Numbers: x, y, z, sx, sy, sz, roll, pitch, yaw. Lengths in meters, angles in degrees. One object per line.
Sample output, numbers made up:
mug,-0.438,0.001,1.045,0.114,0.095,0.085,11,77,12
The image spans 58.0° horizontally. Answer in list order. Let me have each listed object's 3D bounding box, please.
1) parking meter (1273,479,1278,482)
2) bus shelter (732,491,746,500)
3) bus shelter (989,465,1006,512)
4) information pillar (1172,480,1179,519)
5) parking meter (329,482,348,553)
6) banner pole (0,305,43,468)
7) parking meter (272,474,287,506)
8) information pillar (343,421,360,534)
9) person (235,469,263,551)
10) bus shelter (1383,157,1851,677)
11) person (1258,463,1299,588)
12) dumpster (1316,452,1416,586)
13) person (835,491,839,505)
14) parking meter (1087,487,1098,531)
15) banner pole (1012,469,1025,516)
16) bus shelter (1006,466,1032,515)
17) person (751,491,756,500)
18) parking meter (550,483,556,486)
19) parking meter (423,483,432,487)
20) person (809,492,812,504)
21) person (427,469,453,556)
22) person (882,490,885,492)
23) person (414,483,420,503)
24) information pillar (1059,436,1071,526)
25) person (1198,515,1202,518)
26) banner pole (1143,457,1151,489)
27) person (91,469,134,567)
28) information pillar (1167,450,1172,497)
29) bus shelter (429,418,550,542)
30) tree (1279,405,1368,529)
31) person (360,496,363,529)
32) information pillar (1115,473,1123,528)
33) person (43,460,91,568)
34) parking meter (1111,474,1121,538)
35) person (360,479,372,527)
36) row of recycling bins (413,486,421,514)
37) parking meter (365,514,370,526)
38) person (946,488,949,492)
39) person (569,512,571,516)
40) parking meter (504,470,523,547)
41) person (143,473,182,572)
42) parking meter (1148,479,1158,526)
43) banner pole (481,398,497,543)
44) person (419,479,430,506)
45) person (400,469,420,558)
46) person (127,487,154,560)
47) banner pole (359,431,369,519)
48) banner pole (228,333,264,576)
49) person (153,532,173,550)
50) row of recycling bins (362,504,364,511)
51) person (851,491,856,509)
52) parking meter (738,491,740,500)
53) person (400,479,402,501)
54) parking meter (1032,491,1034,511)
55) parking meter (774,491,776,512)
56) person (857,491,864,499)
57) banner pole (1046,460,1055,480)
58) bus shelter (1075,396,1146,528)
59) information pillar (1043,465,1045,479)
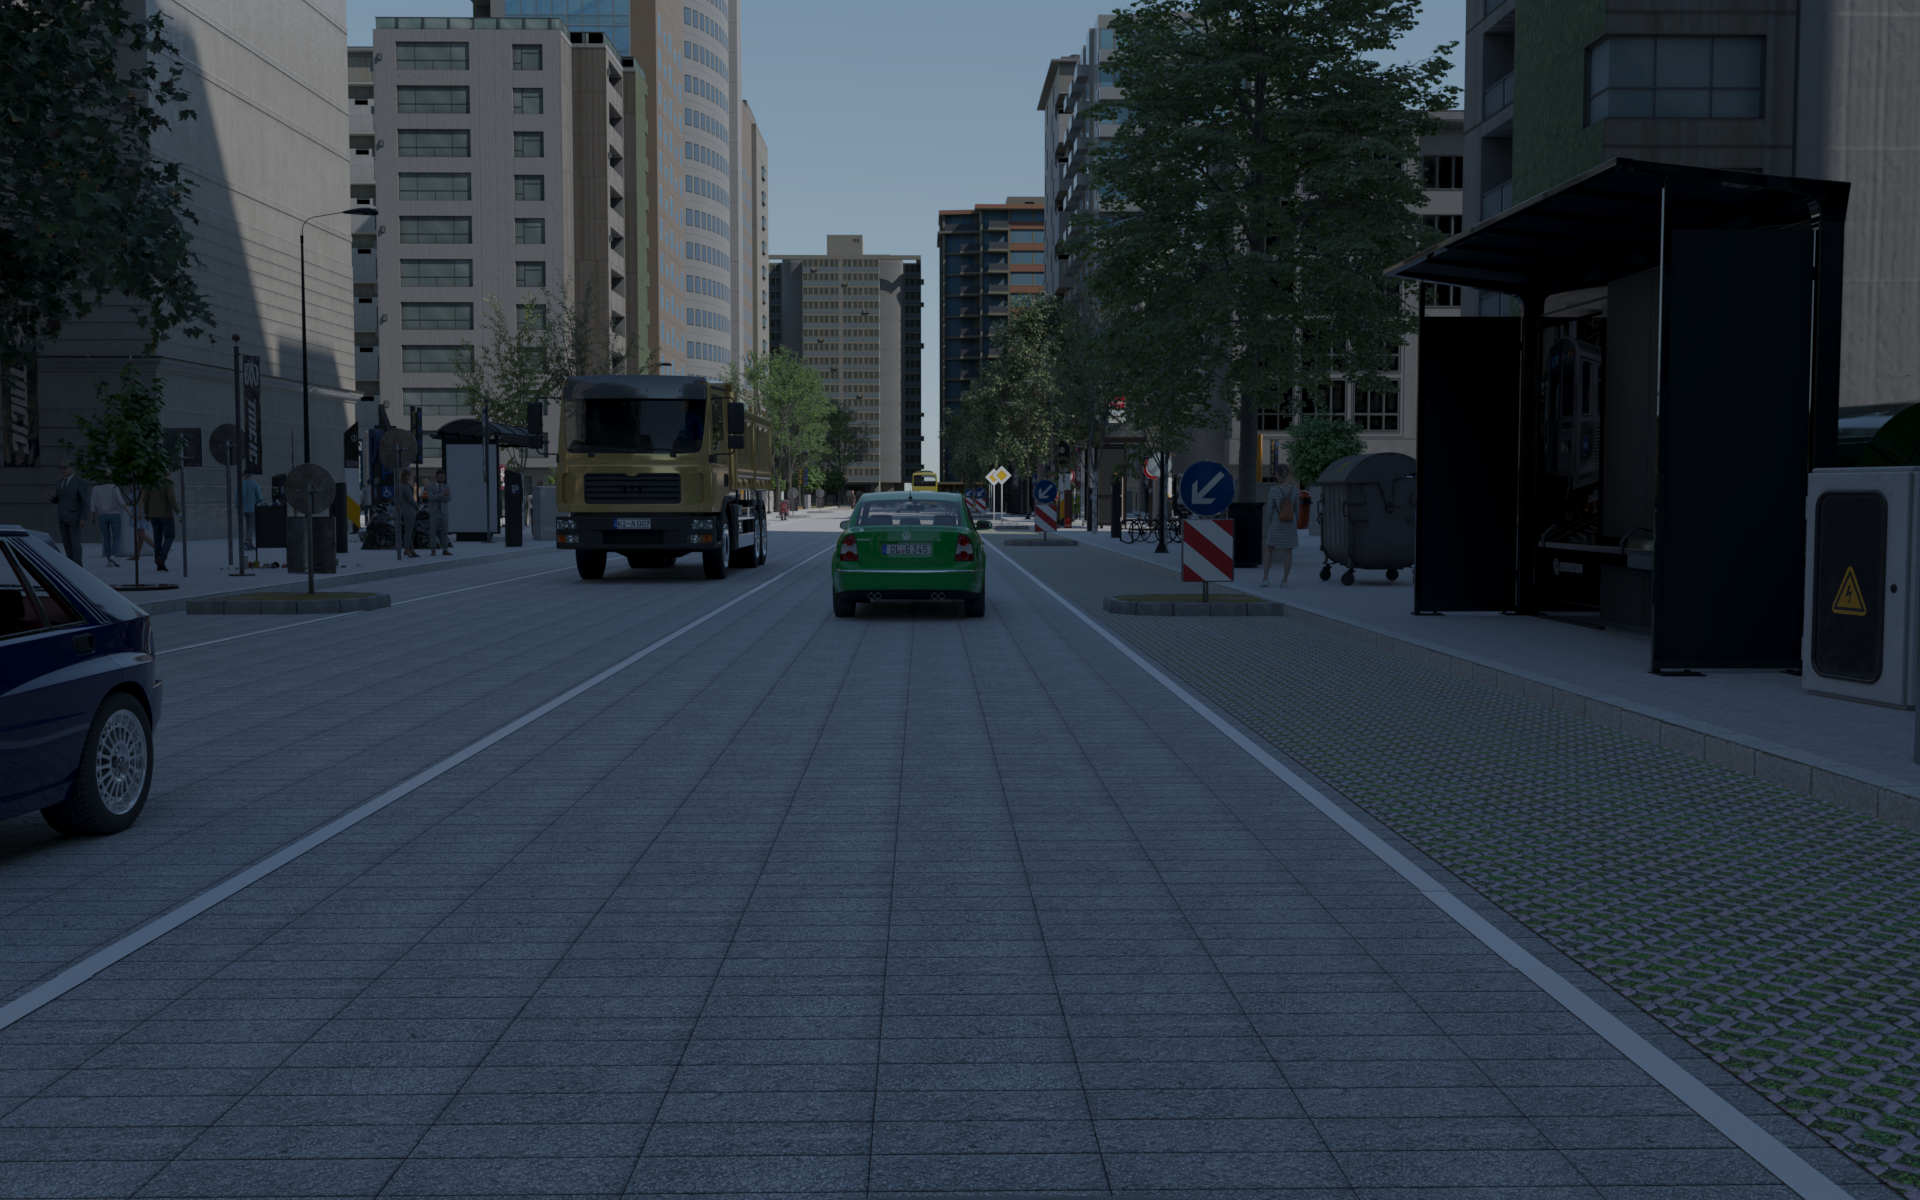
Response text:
parking meter,11.283,-3.418,61.592,0.399,1.863,0.255,1,4,11
bus shelter,-12.947,-6.579,98.853,1.731,3.624,6.357,0,4,-1
bus shelter,3.065,-9.177,127.675,2.179,5.291,8.768,0,4,-1
information pillar,11.122,-5.201,89.531,0.304,2.012,0.304,3,5,45
parking meter,-13.536,-1.791,37.702,0.372,1.533,0.369,0,3,0
banner pole,-11.137,-1.851,20.277,0.863,3.779,0.401,1,4,9
parking meter,-19.497,-2.686,49.633,0.255,1.863,0.399,1,4,16
information pillar,-19.390,-3.909,55.262,0.183,3.616,0.504,3,5,43
person,-16.126,-2.035,39.178,0.638,1.841,0.748,1,4,14
bus shelter,5.368,-1.465,15.236,1.731,3.624,6.357,0,4,-1
person,4.416,-1.022,23.751,0.512,1.701,0.522,-1,4,-12
dumpster,5.909,-1.165,24.803,1.264,1.857,1.865,0,4,-1
person,-14.486,-12.117,204.602,0.683,1.767,0.568,3,5,43
parking meter,4.557,-3.134,59.654,0.372,1.533,0.369,0,3,0
banner pole,3.442,-6.856,102.117,0.863,3.779,0.401,-1,4,-13
bus shelter,3.515,-7.117,107.651,1.731,3.624,6.357,0,4,-1
person,-17.191,-8.358,142.801,0.694,1.812,0.767,-1,4,-8
parking meter,-21.052,-5.142,89.790,0.399,1.863,0.255,-1,4,-23
parking meter,-24.063,-4.438,78.277,0.255,1.863,0.399,1,4,11
person,-20.218,-13.756,234.334,0.530,1.710,0.541,-1,4,-19
person,-10.843,-1.829,36.133,0.466,1.800,0.511,3,5,43
person,-7.879,-10.420,178.966,0.705,1.812,1.348,0,4,5
person,-26.857,-4.867,85.531,0.656,1.842,0.836,-1,4,-20
information pillar,4.218,-4.817,70.119,0.504,3.616,0.183,1,4,22
person,9.594,-3.816,68.457,0.620,1.820,0.660,-1,4,-11
banner pole,11.370,-6.958,103.787,0.863,3.779,0.401,1,4,18
person,-14.923,-1.455,30.508,0.731,1.740,0.598,-1,4,-21
information pillar,10.562,-5.870,87.323,0.183,3.616,0.504,2,4,26
bus shelter,-13.237,-3.378,49.159,2.014,3.302,5.546,0,4,-1
tree,13.371,-4.904,63.888,4.285,4.588,4.351,0,3,0
person,-21.869,-3.457,62.905,0.374,1.781,0.599,-2,4,-26
information pillar,5.634,-3.486,61.485,0.304,2.012,0.304,0,4,4
person,-13.728,-1.248,26.629,0.661,1.801,0.590,1,4,17
parking meter,4.566,-2.756,50.774,0.255,1.863,0.399,0,4,-2
person,-22.109,-3.609,64.898,0.661,1.843,0.795,-2,4,-28
row of recycling bins,-28.600,-5.083,90.225,1.069,1.692,3.534,1,4,18
parking meter,-24.103,-3.807,70.647,0.372,1.533,0.369,0,3,0
person,-0.800,-6.375,112.757,0.581,1.822,0.654,0,4,-8
person,-15.476,-3.596,69.102,0.475,1.303,0.640,3,4,36
parking meter,-10.845,-2.226,42.103,0.399,1.863,0.255,-3,4,-38
person,-13.256,-1.398,28.813,0.656,1.842,0.836,-1,4,-16
parking meter,7.452,-3.739,66.850,0.255,1.863,0.399,-1,4,-22
banner pole,-12.301,-3.359,44.936,0.401,3.779,0.863,0,4,-4
person,-19.250,-3.458,62.465,0.514,1.842,0.818,-2,4,-29
person,-11.054,-1.751,34.953,0.520,1.790,0.573,3,5,39
person,-15.683,-1.664,33.342,0.778,1.811,0.616,0,4,7
banner pole,-23.756,-4.817,68.774,0.863,3.779,0.401,0,4,8
banner pole,-11.228,-2.280,27.299,0.401,3.779,0.863,1,4,10
person,-18.192,-1.922,39.278,0.589,1.601,0.330,-2,4,-29
row of recycling bins,-46.388,-7.534,130.293,3.534,1.692,1.069,-1,4,-23
person,-10.265,-9.628,166.462,0.434,1.755,0.990,-2,4,-26
parking meter,-12.084,-5.445,94.735,0.255,1.863,0.399,1,4,11
person,-19.163,-3.264,59.499,0.616,1.811,0.778,2,4,28
parking meter,5.390,-7.363,128.802,0.372,1.533,0.369,0,3,0
parking meter,-13.054,-7.011,123.046,0.372,1.533,0.369,0,3,0
person,-10.518,-11.000,188.493,1.348,1.807,0.705,0,4,7
banner pole,6.770,-8.329,126.188,0.401,3.779,0.863,-1,4,-17
bus shelter,5.711,-5.512,67.754,2.179,5.291,8.768,0,4,-1
information pillar,4.920,-6.927,104.608,0.183,3.616,0.504,3,5,44
